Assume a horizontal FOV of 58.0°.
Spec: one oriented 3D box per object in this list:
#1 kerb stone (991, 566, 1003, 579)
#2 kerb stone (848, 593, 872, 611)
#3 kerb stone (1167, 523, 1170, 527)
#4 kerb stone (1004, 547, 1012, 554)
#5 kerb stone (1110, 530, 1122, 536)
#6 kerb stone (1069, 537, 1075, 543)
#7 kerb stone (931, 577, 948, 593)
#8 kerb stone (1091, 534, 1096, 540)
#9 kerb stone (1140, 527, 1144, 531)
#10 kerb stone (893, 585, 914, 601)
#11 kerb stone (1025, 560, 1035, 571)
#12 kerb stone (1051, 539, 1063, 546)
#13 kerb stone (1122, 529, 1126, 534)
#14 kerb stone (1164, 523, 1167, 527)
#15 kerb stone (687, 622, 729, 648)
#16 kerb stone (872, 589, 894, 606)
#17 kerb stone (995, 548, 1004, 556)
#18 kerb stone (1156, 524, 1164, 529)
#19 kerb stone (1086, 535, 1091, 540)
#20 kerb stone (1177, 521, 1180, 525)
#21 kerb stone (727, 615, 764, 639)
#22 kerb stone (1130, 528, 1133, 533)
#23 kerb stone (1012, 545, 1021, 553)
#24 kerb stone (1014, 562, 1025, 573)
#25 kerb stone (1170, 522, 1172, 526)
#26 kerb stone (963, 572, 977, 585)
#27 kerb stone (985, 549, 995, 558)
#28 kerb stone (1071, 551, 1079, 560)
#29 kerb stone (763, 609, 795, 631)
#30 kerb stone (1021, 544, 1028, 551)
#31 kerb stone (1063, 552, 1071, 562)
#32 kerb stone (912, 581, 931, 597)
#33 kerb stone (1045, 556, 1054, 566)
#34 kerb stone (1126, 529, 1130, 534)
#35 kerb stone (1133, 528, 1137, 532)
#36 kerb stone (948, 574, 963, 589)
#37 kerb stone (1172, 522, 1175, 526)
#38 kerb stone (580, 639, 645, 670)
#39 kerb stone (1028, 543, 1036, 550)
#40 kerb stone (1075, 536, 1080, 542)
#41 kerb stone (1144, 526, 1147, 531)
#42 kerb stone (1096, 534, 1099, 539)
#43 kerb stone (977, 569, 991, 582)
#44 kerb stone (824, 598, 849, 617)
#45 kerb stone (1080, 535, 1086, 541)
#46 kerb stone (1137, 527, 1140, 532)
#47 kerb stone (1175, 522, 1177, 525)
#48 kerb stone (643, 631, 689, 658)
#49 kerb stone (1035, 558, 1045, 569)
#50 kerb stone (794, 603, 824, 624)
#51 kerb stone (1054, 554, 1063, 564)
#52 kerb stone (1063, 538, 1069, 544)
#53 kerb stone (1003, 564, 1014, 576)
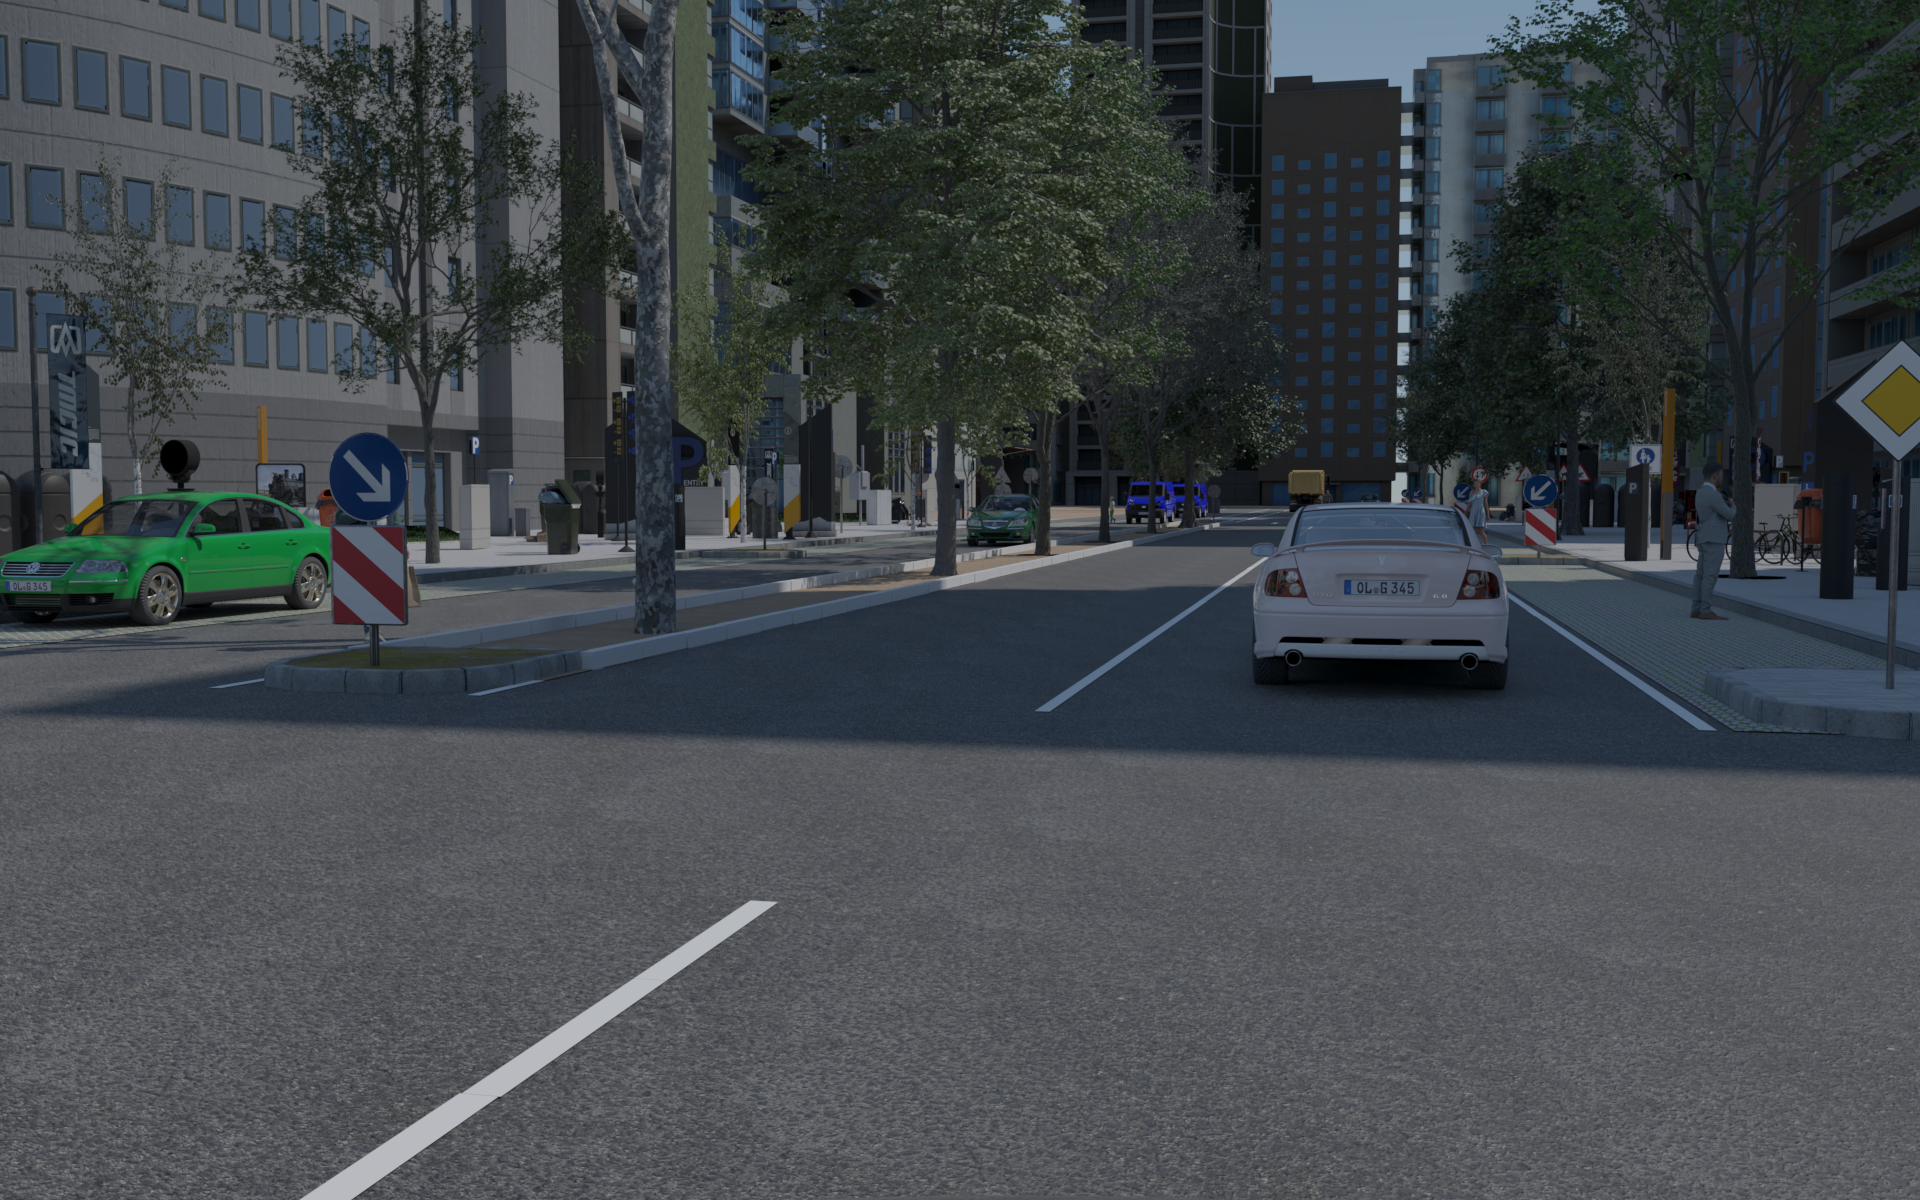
[{"bbox_3d":[0.528,-0.446,29.542,0.120,0.150,1.000,1,4,13],"label":"kerb stone"},{"bbox_3d":[-1.316,0.040,21.546,0.120,0.150,1.000,1,4,13],"label":"kerb stone"},{"bbox_3d":[8.868,-3.229,74.997,0.120,0.150,1.000,1,4,13],"label":"kerb stone"},{"bbox_3d":[1.021,-1.152,41.039,0.120,0.150,1.000,1,4,13],"label":"kerb stone"},{"bbox_3d":[5.403,-2.313,60.017,0.120,0.150,1.000,1,4,13],"label":"kerb stone"},{"bbox_3d":[3.103,-1.703,50.038,0.120,0.150,1.000,1,4,13],"label":"kerb stone"},{"bbox_3d":[-0.395,-0.204,25.531,0.120,0.150,1.000,1,4,13],"label":"kerb stone"},{"bbox_3d":[4.028,-1.947,54.021,0.120,0.150,1.000,1,4,13],"label":"kerb stone"},{"bbox_3d":[6.787,-2.680,66.017,0.120,0.150,1.000,1,4,13],"label":"kerb stone"},{"bbox_3d":[-0.850,-0.082,23.537,0.120,0.150,1.000,1,4,13],"label":"kerb stone"},{"bbox_3d":[1.217,-0.633,32.538,0.120,0.150,1.000,1,4,13],"label":"kerb stone"},{"bbox_3d":[2.639,-1.580,48.027,0.120,0.150,1.000,1,4,13],"label":"kerb stone"},{"bbox_3d":[5.625,-2.372,61.023,0.120,0.150,1.000,1,4,13],"label":"kerb stone"},{"bbox_3d":[8.632,-3.168,73.990,0.120,0.150,1.000,1,4,13],"label":"kerb stone"},{"bbox_3d":[-2.466,0.350,16.555,0.120,0.150,1.000,1,4,13],"label":"kerb stone"},{"bbox_3d":[-1.084,-0.020,22.542,0.120,0.150,1.000,1,4,13],"label":"kerb stone"},{"bbox_3d":[0.790,-1.091,40.041,0.120,0.150,1.000,1,4,13],"label":"kerb stone"},{"bbox_3d":[8.397,-3.107,72.994,0.120,0.150,1.000,1,4,13],"label":"kerb stone"},{"bbox_3d":[3.796,-1.885,53.026,0.120,0.150,1.000,1,4,13],"label":"kerb stone"},{"bbox_3d":[9.789,-3.471,79.014,0.120,0.150,1.000,1,4,13],"label":"kerb stone"},{"bbox_3d":[-2.237,0.284,17.552,0.120,0.150,1.000,1,4,13],"label":"kerb stone"},{"bbox_3d":[6.092,-2.497,63.015,0.120,0.150,1.000,1,4,13],"label":"kerb stone"},{"bbox_3d":[1.255,-1.214,42.044,0.120,0.150,1.000,1,4,13],"label":"kerb stone"},{"bbox_3d":[0.984,-0.572,31.542,0.120,0.150,1.000,1,4,13],"label":"kerb stone"},{"bbox_3d":[9.092,-3.291,76.007,0.120,0.150,1.000,1,4,13],"label":"kerb stone"},{"bbox_3d":[0.064,-0.327,27.541,0.120,0.150,1.000,1,4,13],"label":"kerb stone"},{"bbox_3d":[0.561,-1.030,39.045,0.120,0.150,1.000,1,4,13],"label":"kerb stone"},{"bbox_3d":[2.379,-0.939,37.552,0.120,0.150,1.000,1,4,13],"label":"kerb stone"},{"bbox_3d":[-2.013,0.223,18.549,0.120,0.150,1.000,1,4,13],"label":"kerb stone"},{"bbox_3d":[1.486,-1.274,43.040,0.120,0.150,1.000,1,4,13],"label":"kerb stone"},{"bbox_3d":[2.143,-0.878,36.558,0.120,0.150,1.000,1,4,13],"label":"kerb stone"},{"bbox_3d":[-0.625,-0.143,24.534,0.120,0.150,1.000,1,4,13],"label":"kerb stone"},{"bbox_3d":[1.680,-0.755,34.542,0.120,0.150,1.000,1,4,13],"label":"kerb stone"},{"bbox_3d":[5.870,-2.436,62.017,0.120,0.150,1.000,1,4,13],"label":"kerb stone"},{"bbox_3d":[6.323,-2.558,64.011,0.120,0.150,1.000,1,4,13],"label":"kerb stone"},{"bbox_3d":[-0.164,-0.265,26.536,0.120,0.150,1.000,1,4,13],"label":"kerb stone"},{"bbox_3d":[9.328,-3.353,77.021,0.120,0.150,1.000,1,4,13],"label":"kerb stone"},{"bbox_3d":[-2.928,0.467,14.562,0.120,0.150,1.000,1,4,13],"label":"kerb stone"},{"bbox_3d":[1.717,-1.335,44.035,0.120,0.150,1.000,1,4,13],"label":"kerb stone"},{"bbox_3d":[3.335,-1.764,51.034,0.120,0.150,1.000,1,4,13],"label":"kerb stone"},{"bbox_3d":[7.019,-2.741,67.012,0.120,0.150,1.000,1,4,13],"label":"kerb stone"},{"bbox_3d":[4.254,-2.008,55.018,0.120,0.150,1.000,1,4,13],"label":"kerb stone"},{"bbox_3d":[0.301,-0.388,28.536,0.120,0.150,1.000,1,4,13],"label":"kerb stone"},{"bbox_3d":[-1.543,0.102,20.550,0.120,0.150,1.000,1,4,13],"label":"kerb stone"},{"bbox_3d":[3.563,-1.822,52.030,0.120,0.150,1.000,1,4,13],"label":"kerb stone"},{"bbox_3d":[6.554,-2.616,65.014,0.120,0.150,1.000,1,4,13],"label":"kerb stone"},{"bbox_3d":[9.572,-3.414,78.014,0.120,0.150,1.000,1,4,13],"label":"kerb stone"},{"bbox_3d":[-2.705,0.408,15.560,0.120,0.150,1.000,1,4,13],"label":"kerb stone"},{"bbox_3d":[1.449,-0.692,33.547,0.120,0.150,1.000,1,4,13],"label":"kerb stone"},{"bbox_3d":[-1.773,0.162,19.546,0.120,0.150,1.000,1,4,13],"label":"kerb stone"},{"bbox_3d":[1.918,-0.815,35.540,0.120,0.150,1.000,1,4,13],"label":"kerb stone"},{"bbox_3d":[2.873,-1.638,49.029,0.120,0.150,1.000,1,4,13],"label":"kerb stone"},{"bbox_3d":[0.756,-0.510,30.538,0.120,0.150,1.000,1,4,13],"label":"kerb stone"}]
